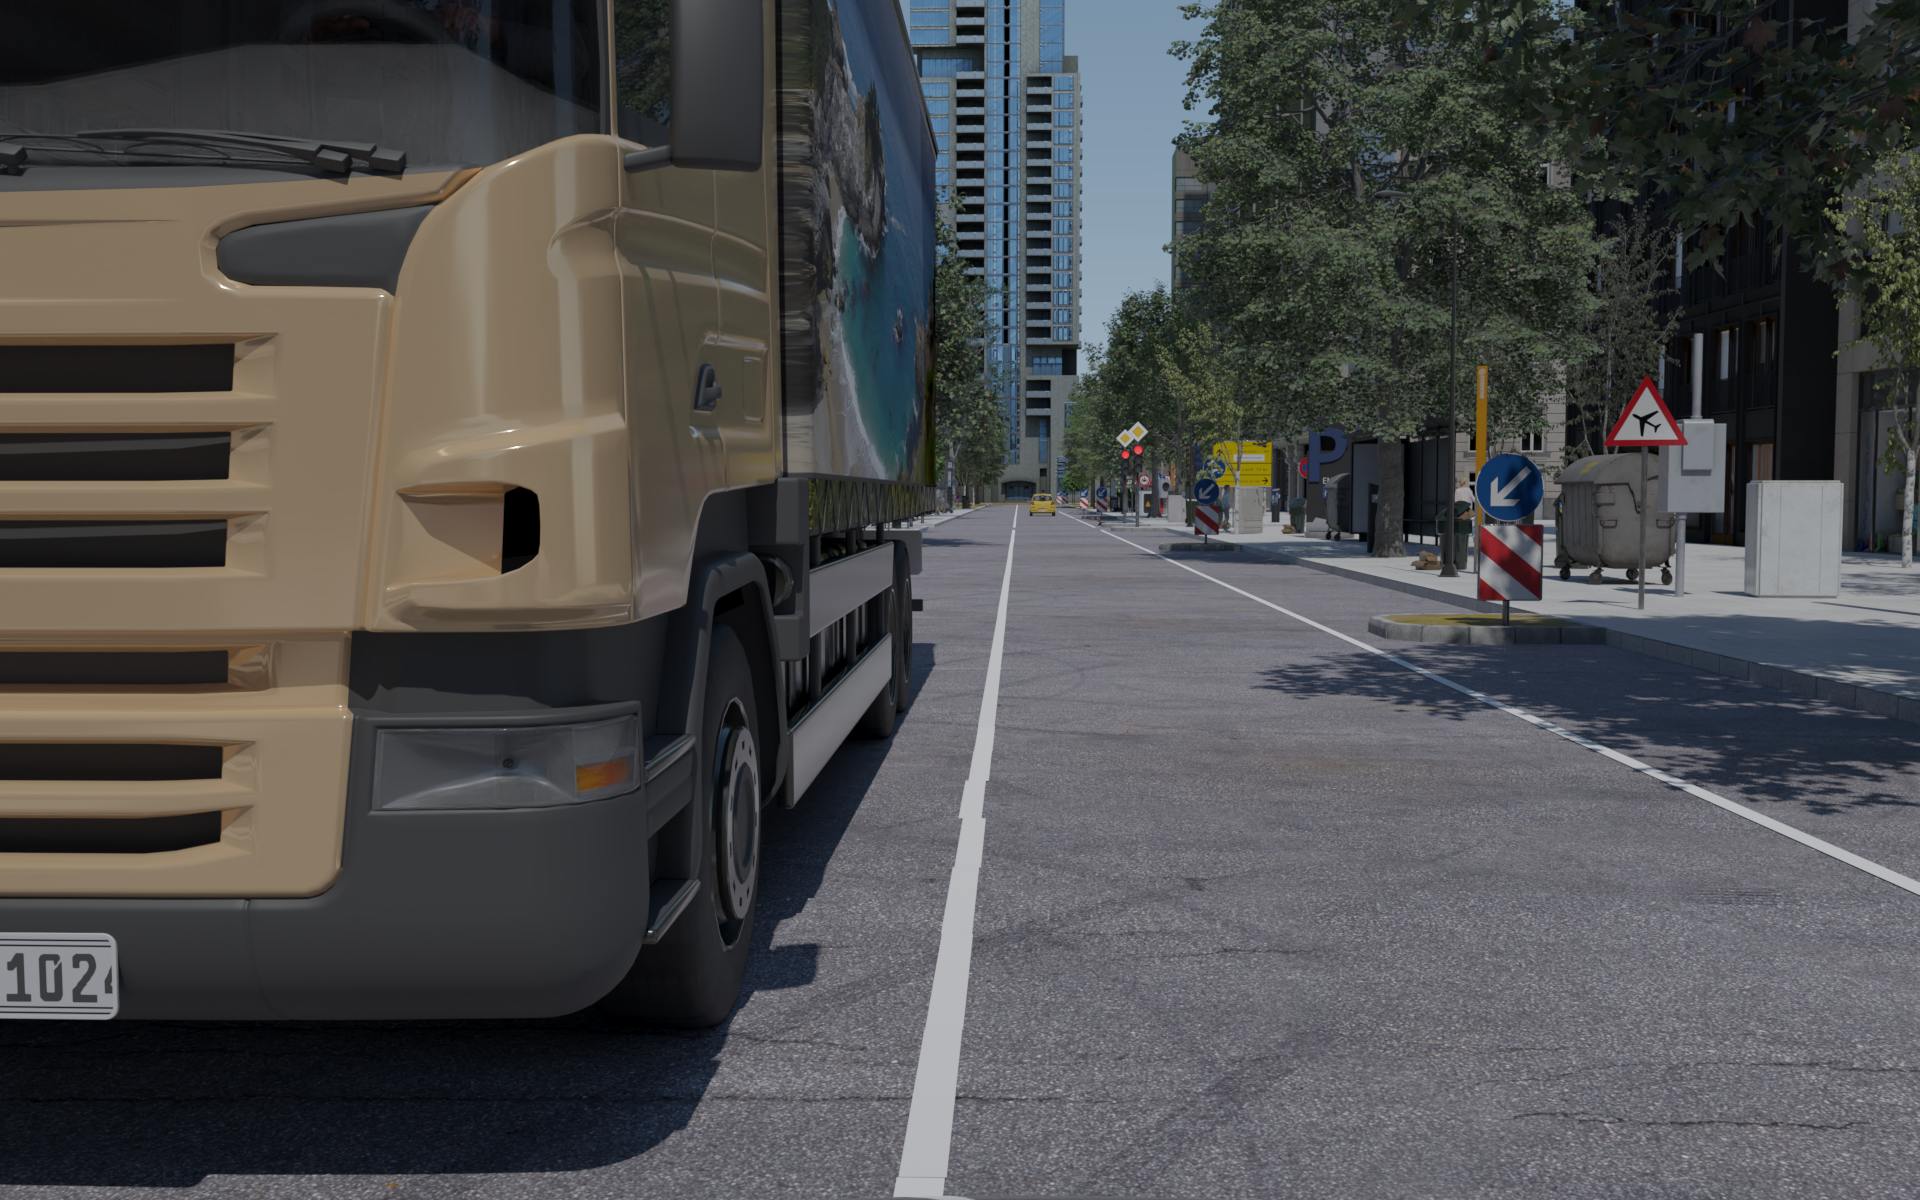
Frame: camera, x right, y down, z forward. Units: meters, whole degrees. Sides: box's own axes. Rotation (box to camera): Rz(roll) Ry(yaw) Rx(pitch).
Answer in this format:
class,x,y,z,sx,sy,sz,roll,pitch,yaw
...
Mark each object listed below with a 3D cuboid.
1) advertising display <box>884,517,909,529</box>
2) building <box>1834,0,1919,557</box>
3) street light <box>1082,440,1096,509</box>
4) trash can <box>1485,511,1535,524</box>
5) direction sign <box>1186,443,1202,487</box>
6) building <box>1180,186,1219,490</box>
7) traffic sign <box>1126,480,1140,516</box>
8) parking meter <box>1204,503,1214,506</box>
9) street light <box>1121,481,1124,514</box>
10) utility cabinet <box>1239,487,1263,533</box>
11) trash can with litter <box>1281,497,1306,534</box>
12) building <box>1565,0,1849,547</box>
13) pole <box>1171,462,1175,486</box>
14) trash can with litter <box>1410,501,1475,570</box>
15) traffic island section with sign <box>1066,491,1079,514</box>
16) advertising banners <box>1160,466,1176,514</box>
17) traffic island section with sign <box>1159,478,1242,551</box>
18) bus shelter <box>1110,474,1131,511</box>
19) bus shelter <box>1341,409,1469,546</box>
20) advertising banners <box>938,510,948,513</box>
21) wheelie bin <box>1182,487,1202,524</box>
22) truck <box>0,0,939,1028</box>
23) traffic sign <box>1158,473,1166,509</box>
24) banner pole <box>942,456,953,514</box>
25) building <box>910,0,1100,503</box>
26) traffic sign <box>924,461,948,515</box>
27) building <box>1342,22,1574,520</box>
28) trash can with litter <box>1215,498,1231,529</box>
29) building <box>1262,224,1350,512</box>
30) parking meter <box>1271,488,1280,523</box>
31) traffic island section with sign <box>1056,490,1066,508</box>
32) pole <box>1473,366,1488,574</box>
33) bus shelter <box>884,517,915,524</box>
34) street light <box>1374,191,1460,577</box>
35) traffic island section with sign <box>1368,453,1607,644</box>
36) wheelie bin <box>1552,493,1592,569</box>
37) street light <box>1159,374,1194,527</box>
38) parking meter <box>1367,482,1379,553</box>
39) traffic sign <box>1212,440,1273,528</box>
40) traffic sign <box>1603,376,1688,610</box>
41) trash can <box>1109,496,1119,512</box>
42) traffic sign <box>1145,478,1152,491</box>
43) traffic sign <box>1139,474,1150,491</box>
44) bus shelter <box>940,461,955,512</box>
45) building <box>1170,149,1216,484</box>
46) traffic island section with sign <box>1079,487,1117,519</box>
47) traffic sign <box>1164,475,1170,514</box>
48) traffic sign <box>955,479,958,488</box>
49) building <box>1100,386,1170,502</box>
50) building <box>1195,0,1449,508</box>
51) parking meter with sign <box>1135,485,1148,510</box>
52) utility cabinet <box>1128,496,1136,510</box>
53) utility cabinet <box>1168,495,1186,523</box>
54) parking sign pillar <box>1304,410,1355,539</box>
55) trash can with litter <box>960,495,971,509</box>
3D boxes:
class,x,y,z,sx,sy,sz,roll,pitch,yaw
advertising display,-2.361,-3.622,64.425,0.974,1.923,0.123,0,4,4
building,28.684,-13.240,20.983,19.350,26.468,34.151,0,4,2
street light,11.110,-10.854,150.007,1.470,5.913,1.316,0,4,2
trash can,10.110,-1.212,31.467,0.748,1.137,0.748,0,3,0
direction sign,10.342,-5.188,76.828,0.379,3.537,0.876,-3,4,-36
building,40.705,-30.339,187.927,32.217,40.220,23.993,0,4,2
traffic sign,10.222,-6.287,102.792,0.884,2.594,0.081,0,4,3
parking meter,8.293,-3.021,57.809,0.372,1.533,0.369,0,3,0
street light,9.826,-8.393,109.772,1.470,5.913,1.316,0,4,2
utility cabinet,9.385,-2.903,56.149,0.318,1.500,1.173,3,5,43
trash can with litter,10.816,-2.718,55.829,0.624,1.170,1.055,3,4,38
building,25.267,-13.285,46.889,12.332,23.373,15.834,0,4,2
pole,12.693,-6.698,103.353,0.158,3.312,0.155,0,3,0
trash can with litter,8.200,-1.095,29.290,1.055,1.170,0.624,-2,4,-25
traffic island section with sign,8.943,-7.233,126.883,1.989,1.847,2.006,0,4,2
advertising banners,12.683,-6.901,109.022,2.074,3.025,0.090,1,4,16
traffic island section with sign,6.134,-2.191,44.443,1.989,1.847,2.006,0,4,2
bus shelter,12.267,-8.386,131.028,2.014,3.302,5.546,0,4,2
bus shelter,11.144,-3.051,43.814,2.014,3.302,5.546,0,4,2
advertising banners,-1.565,-7.419,117.494,0.090,3.025,2.074,-3,5,-43
wheelie bin,10.066,-4.094,74.841,0.980,1.594,0.693,1,4,19
truck,-1.627,-1.173,8.088,2.839,4.237,11.283,0,4,2
traffic sign,12.269,-6.506,106.477,0.768,2.556,0.104,0,4,3
banner pole,-0.809,-7.544,113.367,0.863,3.779,0.401,2,4,35
building,4.723,-57.560,253.773,31.000,86.520,22.319,0,4,2
traffic sign,-1.851,-6.812,105.245,2.265,3.308,0.079,0,4,7
building,33.452,-17.900,89.927,25.104,27.353,12.463,0,4,2
trash can with litter,9.653,-3.212,63.900,0.624,1.170,1.055,-2,4,-26
building,27.867,-17.044,129.576,10.553,20.767,40.483,0,4,2
parking meter,14.248,-4.266,78.160,0.372,1.533,0.369,0,3,0
traffic island section with sign,10.679,-10.362,178.051,1.989,1.847,2.006,0,4,2
pole,8.329,-2.071,27.696,0.158,3.312,0.155,0,3,0
bus shelter,-3.126,-6.227,79.445,2.179,5.291,8.768,0,4,2
street light,7.034,-3.310,26.667,1.470,5.913,1.316,0,4,2
traffic island section with sign,5.225,-0.543,17.503,1.989,1.847,2.006,0,4,2
wheelie bin,10.630,-1.344,29.875,0.693,1.594,0.980,2,4,29
street light,8.389,-5.781,67.068,1.470,5.913,1.316,0,4,2
parking meter,9.067,-1.793,37.728,0.372,1.533,0.369,0,3,0
traffic sign,10.691,-4.389,65.638,2.265,3.308,0.079,1,4,10
traffic sign,7.565,-1.172,19.163,0.884,2.594,0.081,1,4,11
trash can,10.989,-6.839,123.471,0.748,1.137,0.748,0,3,0
traffic sign,13.471,-7.652,125.222,0.768,2.556,0.104,1,4,10
traffic sign,11.839,-6.801,111.298,0.768,2.556,0.104,0,4,3
bus shelter,-1.357,-8.111,123.894,1.731,3.624,6.357,0,4,2
building,32.112,-32.025,207.202,14.154,41.232,14.086,0,4,2
traffic island section with sign,8.033,-5.585,99.943,1.989,1.847,2.006,0,4,2
traffic sign,13.493,-6.896,112.853,0.768,2.556,0.104,0,4,6
traffic sign,-0.513,-8.673,141.904,0.768,2.556,0.104,0,4,2
building,35.454,-25.259,258.022,28.899,21.520,27.650,0,4,2
building,33.974,-44.446,164.935,20.563,71.187,20.611,0,4,2
parking meter with sign,13.530,-8.034,127.618,1.738,3.016,0.543,1,4,10
utility cabinet,13.918,-7.837,139.288,1.020,1.237,0.306,-3,5,-41
utility cabinet,9.880,-4.089,78.018,1.020,1.237,0.306,0,4,1
parking sign pillar,10.796,-3.794,50.504,1.447,3.967,1.447,1,4,22
trash can with litter,0.481,-8.480,150.041,0.624,1.170,1.055,2,4,32
